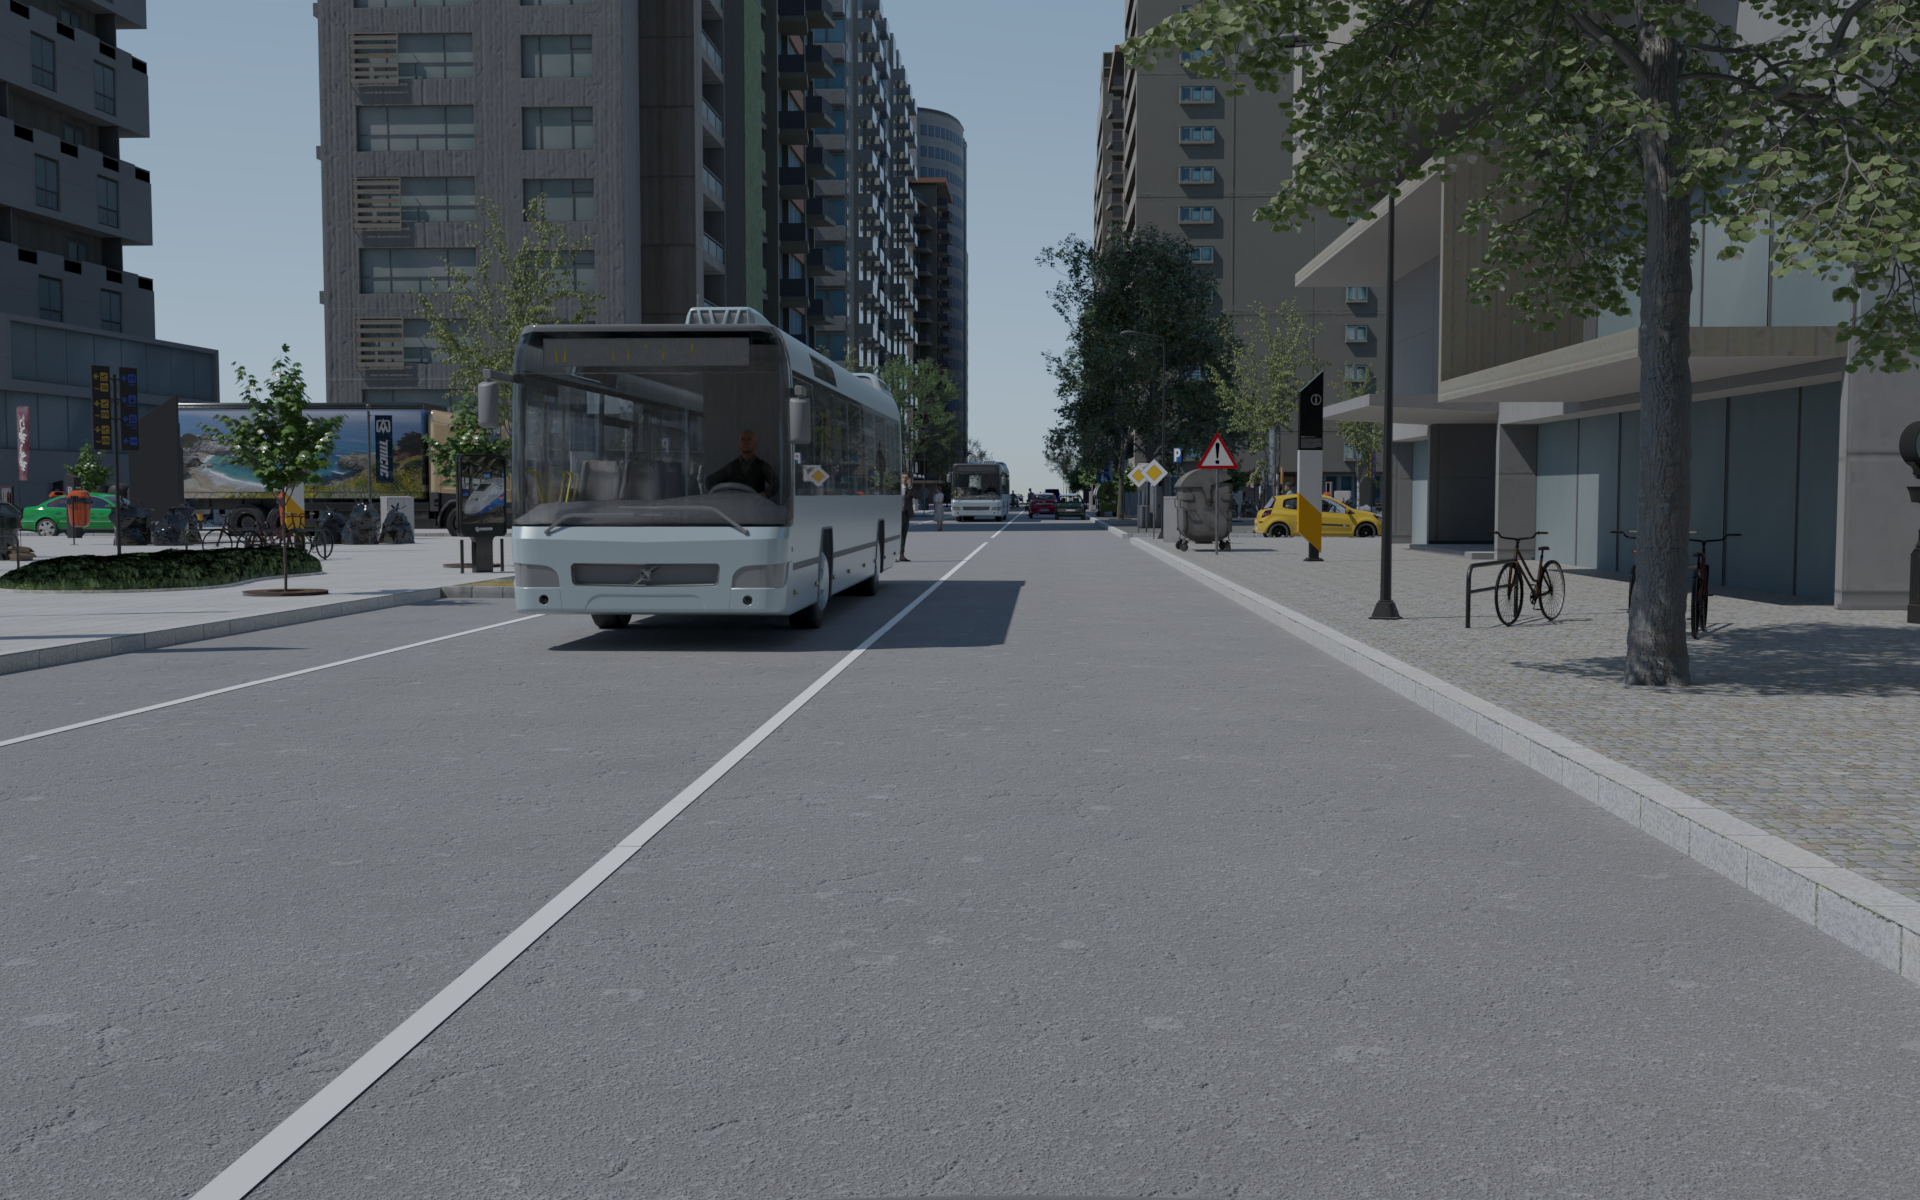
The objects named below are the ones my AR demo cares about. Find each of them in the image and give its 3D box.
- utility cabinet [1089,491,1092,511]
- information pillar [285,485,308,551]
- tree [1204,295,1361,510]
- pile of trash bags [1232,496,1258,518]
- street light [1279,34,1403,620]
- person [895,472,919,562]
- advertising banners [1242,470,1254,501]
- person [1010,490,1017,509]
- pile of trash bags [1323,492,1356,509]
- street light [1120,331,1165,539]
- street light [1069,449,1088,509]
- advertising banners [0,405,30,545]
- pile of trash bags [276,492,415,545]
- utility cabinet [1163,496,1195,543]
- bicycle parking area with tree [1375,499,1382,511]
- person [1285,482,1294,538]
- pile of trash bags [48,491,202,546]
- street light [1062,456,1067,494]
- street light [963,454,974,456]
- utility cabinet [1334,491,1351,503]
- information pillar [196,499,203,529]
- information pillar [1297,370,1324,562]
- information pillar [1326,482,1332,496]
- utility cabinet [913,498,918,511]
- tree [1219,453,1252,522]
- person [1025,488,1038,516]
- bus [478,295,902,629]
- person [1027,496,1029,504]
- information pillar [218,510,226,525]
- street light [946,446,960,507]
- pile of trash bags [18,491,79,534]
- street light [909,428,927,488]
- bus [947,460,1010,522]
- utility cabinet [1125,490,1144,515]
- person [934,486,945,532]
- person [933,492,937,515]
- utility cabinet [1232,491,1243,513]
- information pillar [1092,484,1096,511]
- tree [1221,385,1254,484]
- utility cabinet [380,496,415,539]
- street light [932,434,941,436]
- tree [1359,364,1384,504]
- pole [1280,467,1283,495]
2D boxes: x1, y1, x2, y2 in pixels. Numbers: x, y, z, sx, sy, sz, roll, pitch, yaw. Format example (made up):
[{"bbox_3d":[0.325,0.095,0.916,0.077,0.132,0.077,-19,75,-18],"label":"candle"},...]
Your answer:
[{"bbox_3d":[9.929,-7.460,130.655,0.318,1.500,1.173,0,4,-1],"label":"utility cabinet"},{"bbox_3d":[-14.776,-2.878,38.416,0.183,3.616,0.504,2,4,31],"label":"information pillar"},{"bbox_3d":[11.474,-6.943,63.887,4.737,8.622,4.395,0,3,0],"label":"tree"},{"bbox_3d":[14.384,-5.117,93.418,3.447,1.369,1.912,1,4,10],"label":"pile of trash bags"},{"bbox_3d":[3.831,-2.759,17.647,1.470,5.913,1.316,0,4,3],"label":"street light"},{"bbox_3d":[-1.191,-1.758,36.608,0.648,1.900,0.474,-2,4,-32],"label":"person"},{"bbox_3d":[20.768,-8.028,127.449,2.074,3.025,0.090,0,4,-6],"label":"advertising banners"},{"bbox_3d":[5.167,-9.850,169.556,1.348,1.824,0.705,-3,5,-43],"label":"person"},{"bbox_3d":[19.581,-4.954,90.743,1.912,1.369,3.447,0,4,-4],"label":"pile of trash bags"},{"bbox_3d":[5.262,-4.700,49.382,1.470,5.913,1.316,0,4,3],"label":"street light"},{"bbox_3d":[10.032,-10.544,144.928,1.470,5.913,1.316,0,4,3],"label":"street light"},{"bbox_3d":[-19.197,-2.366,34.867,2.074,3.025,0.090,3,4,37],"label":"advertising banners"},{"bbox_3d":[-15.714,-2.092,43.951,1.912,1.369,3.447,2,4,35],"label":"pile of trash bags"},{"bbox_3d":[5.891,-2.111,45.672,1.020,1.237,0.306,1,4,14],"label":"utility cabinet"},{"bbox_3d":[33.506,-8.522,126.328,9.016,4.147,8.231,3,5,40],"label":"bicycle parking area with tree"},{"bbox_3d":[10.306,-2.809,54.602,0.466,1.800,0.511,1,4,11],"label":"person"},{"bbox_3d":[-20.875,-2.073,43.641,3.447,1.369,1.912,0,4,6],"label":"pile of trash bags"},{"bbox_3d":[11.473,-12.518,177.208,1.470,5.913,1.316,0,4,3],"label":"street light"},{"bbox_3d":[0.863,-13.846,198.917,1.470,5.913,1.316,0,4,3],"label":"street light"},{"bbox_3d":[27.430,-7.066,124.208,1.173,1.500,0.318,3,4,39],"label":"utility cabinet"},{"bbox_3d":[-26.675,-4.240,60.681,0.183,3.616,0.504,-1,4,-9],"label":"information pillar"},{"bbox_3d":[6.655,-2.538,32.859,0.504,3.616,0.183,-1,4,-12],"label":"information pillar"},{"bbox_3d":[22.725,-6.251,106.695,0.304,2.012,0.304,2,4,31],"label":"information pillar"},{"bbox_3d":[-3.510,-7.241,129.546,0.306,1.237,1.020,-2,4,-33],"label":"utility cabinet"},{"bbox_3d":[12.552,-5.243,80.324,1.663,3.219,1.824,0,3,0],"label":"tree"},{"bbox_3d":[4.680,-6.418,113.399,0.822,1.834,0.622,3,4,38],"label":"person"},{"bbox_3d":[-2.546,-1.616,21.283,2.948,3.499,13.247,0,4,3],"label":"bus"},{"bbox_3d":[9.656,-14.343,244.473,0.415,1.643,0.593,0,4,4],"label":"person"},{"bbox_3d":[-30.184,-4.057,70.816,0.304,2.012,0.304,-2,4,-25],"label":"information pillar"},{"bbox_3d":[-0.723,-11.870,166.612,1.470,5.913,1.316,0,4,3],"label":"street light"},{"bbox_3d":[-33.019,-3.102,60.473,3.447,1.369,1.912,-3,5,-44],"label":"pile of trash bags"},{"bbox_3d":[-2.980,-9.091,121.183,1.470,5.913,1.316,0,4,3],"label":"street light"},{"bbox_3d":[1.175,-6.016,93.217,2.948,3.499,13.247,0,4,4],"label":"bus"},{"bbox_3d":[10.778,-6.016,107.037,1.173,1.500,0.318,2,4,32],"label":"utility cabinet"},{"bbox_3d":[-0.856,-3.505,66.380,0.524,1.755,0.480,2,4,35],"label":"person"},{"bbox_3d":[-1.712,-6.715,120.102,0.330,1.601,0.589,2,4,25],"label":"person"},{"bbox_3d":[18.295,-6.525,115.355,1.173,1.500,0.318,-2,4,-35],"label":"utility cabinet"},{"bbox_3d":[9.986,-7.628,129.202,0.304,2.012,0.304,0,4,1],"label":"information pillar"},{"bbox_3d":[16.143,-9.486,105.463,4.360,8.622,3.978,0,3,0],"label":"tree"},{"bbox_3d":[-16.062,-2.344,49.486,0.306,1.237,1.020,2,4,28],"label":"utility cabinet"},{"bbox_3d":[-2.217,-9.932,134.922,1.470,5.913,1.316,0,4,3],"label":"street light"},{"bbox_3d":[22.281,-8.893,95.757,4.737,8.622,4.395,0,3,0],"label":"tree"},{"bbox_3d":[24.292,-8.374,130.764,0.158,3.312,0.155,0,3,0],"label":"pole"}]
